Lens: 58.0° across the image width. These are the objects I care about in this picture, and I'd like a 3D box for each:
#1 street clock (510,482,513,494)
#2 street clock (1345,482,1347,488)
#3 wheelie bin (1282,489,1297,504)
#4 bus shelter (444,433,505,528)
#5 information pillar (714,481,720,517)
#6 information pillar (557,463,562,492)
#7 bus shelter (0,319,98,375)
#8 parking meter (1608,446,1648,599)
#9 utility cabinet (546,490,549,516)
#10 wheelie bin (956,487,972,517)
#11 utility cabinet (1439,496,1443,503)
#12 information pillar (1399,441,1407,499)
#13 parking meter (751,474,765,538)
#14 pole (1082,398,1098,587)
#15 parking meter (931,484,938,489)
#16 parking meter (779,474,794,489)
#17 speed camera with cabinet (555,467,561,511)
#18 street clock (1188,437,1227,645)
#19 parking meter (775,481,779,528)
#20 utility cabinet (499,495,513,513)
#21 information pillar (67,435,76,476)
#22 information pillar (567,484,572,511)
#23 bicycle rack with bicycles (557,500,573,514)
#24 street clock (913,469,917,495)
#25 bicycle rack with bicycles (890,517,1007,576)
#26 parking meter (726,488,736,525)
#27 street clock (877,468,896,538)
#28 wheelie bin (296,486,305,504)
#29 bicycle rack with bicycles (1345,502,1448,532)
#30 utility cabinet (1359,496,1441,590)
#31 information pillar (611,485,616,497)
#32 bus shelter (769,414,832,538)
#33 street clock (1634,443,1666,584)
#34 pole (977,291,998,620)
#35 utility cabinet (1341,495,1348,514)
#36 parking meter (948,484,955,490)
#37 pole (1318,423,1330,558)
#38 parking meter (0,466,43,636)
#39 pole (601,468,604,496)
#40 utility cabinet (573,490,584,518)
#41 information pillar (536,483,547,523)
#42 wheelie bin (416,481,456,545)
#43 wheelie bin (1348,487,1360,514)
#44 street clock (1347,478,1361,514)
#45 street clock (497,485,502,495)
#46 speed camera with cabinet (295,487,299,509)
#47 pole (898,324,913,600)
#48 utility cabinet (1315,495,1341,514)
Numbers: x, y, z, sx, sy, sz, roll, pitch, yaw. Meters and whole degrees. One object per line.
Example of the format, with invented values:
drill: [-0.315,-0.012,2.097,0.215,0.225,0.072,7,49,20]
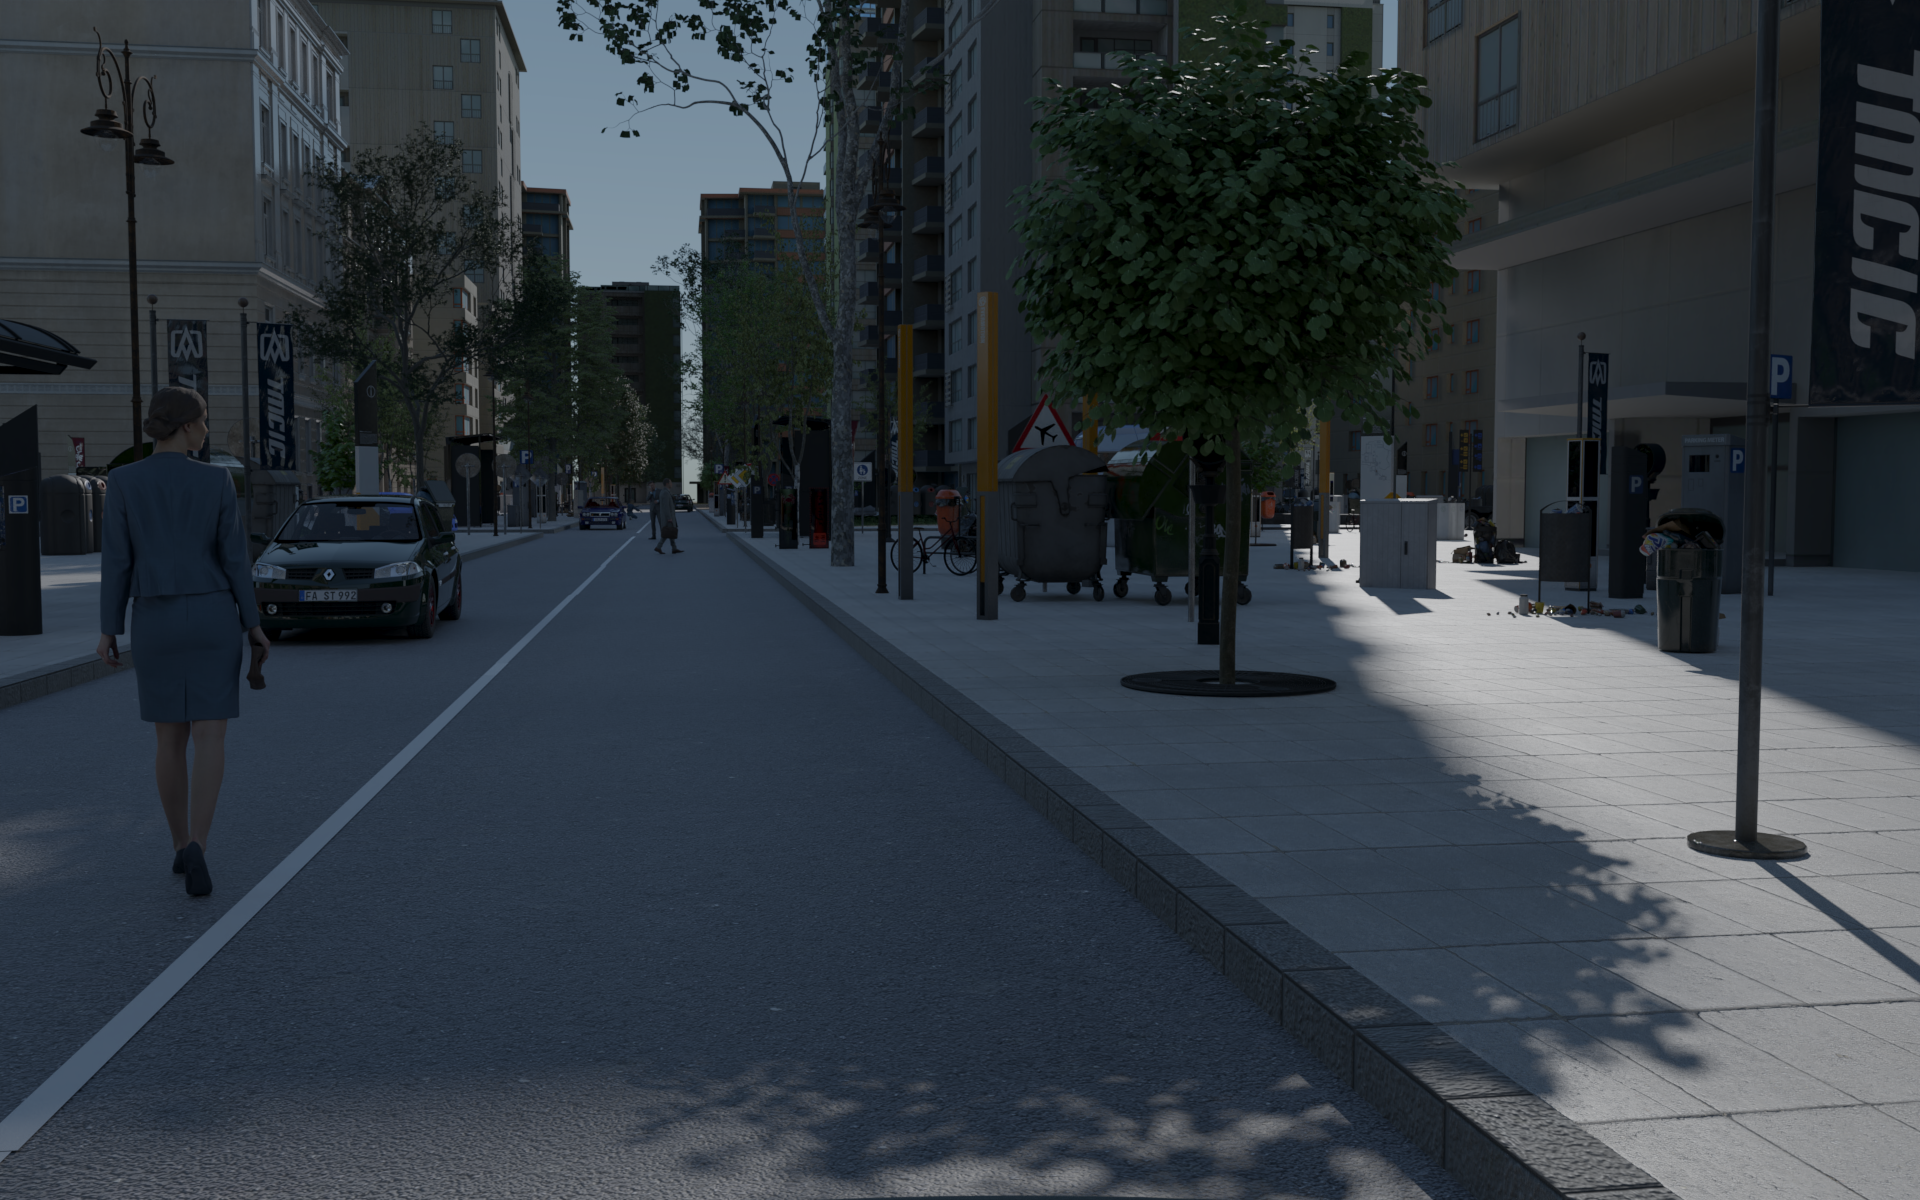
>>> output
street clock: [-23.322,-5.280,90.896,0.358,2.002,0.471,3,5,44]
street clock: [20.166,-5.193,89.471,0.358,2.002,0.471,-3,5,-44]
wheelie bin: [20.499,-6.099,107.626,0.980,1.594,0.693,2,4,27]
bus shelter: [-19.366,-4.775,69.351,1.731,3.624,6.357,-1,4,-9]
information pillar: [-13.878,-5.767,98.780,0.304,2.012,0.304,0,4,-4]
information pillar: [-30.544,-8.616,132.223,0.504,3.616,0.183,2,4,33]
bus shelter: [-10.777,-1.456,17.727,2.014,3.302,5.546,-1,4,-9]
parking meter: [8.223,-0.954,21.313,0.399,1.863,0.255,-2,4,-23]
utility cabinet: [-24.368,-5.708,102.007,0.318,1.500,1.173,0,4,4]
wheelie bin: [0.083,-4.166,76.026,0.980,1.594,0.693,3,5,40]
utility cabinet: [18.808,-3.559,69.349,1.020,1.237,0.306,1,4,10]
information pillar: [19.525,-5.210,76.540,0.504,3.616,0.183,-1,4,-13]
parking meter: [-5.878,-2.730,50.352,0.399,1.863,0.255,0,4,-4]
pole: [1.788,-1.833,23.810,0.158,3.312,0.155,0,3,0]
parking meter: [-1.438,-5.608,97.401,0.255,1.863,0.399,-2,4,-32]
parking meter: [-4.879,-2.671,49.374,0.399,1.863,0.255,-1,4,-13]
speed camera with cabinet: [-29.638,-8.124,127.166,0.660,3.252,2.038,-1,4,-11]
street clock: [2.128,-0.623,14.764,0.471,2.002,0.358,1,4,9]
parking meter: [-6.797,-3.666,65.651,0.399,1.863,0.255,-1,4,-19]
utility cabinet: [-31.069,-6.587,118.852,1.020,1.237,0.306,1,4,12]
information pillar: [-34.901,-4.700,68.207,0.504,3.616,0.183,1,4,18]
information pillar: [-28.825,-7.539,127.760,0.304,2.012,0.304,0,4,-6]
bicycle rack with bicycles: [-26.819,-6.148,113.901,2.852,0.926,2.925,-3,4,-38]
street clock: [-1.409,-2.611,47.254,0.471,2.002,0.358,0,4,4]
bicycle rack with bicycles: [0.707,-0.878,27.738,2.925,0.926,2.852,3,4,36]
parking meter: [-9.587,-3.921,72.515,0.372,1.533,0.369,0,3,0]
street clock: [-2.006,-2.619,47.395,0.471,2.002,0.358,2,4,32]
wheelie bin: [-25.046,-3.500,65.136,0.980,1.594,0.693,3,5,43]
bicycle rack with bicycles: [14.270,-2.668,57.006,2.852,0.926,2.925,0,4,-8]
utility cabinet: [5.975,-0.764,23.646,1.020,1.237,0.306,3,5,41]
information pillar: [-27.558,-8.146,137.682,0.304,2.012,0.304,1,4,12]
bus shelter: [-4.885,-3.815,53.656,1.731,3.624,6.357,-1,4,-9]
street clock: [9.805,-1.233,24.734,0.358,2.002,0.471,-1,4,-22]
pole: [0.279,-1.453,17.599,0.158,3.312,0.155,0,3,0]
utility cabinet: [22.523,-5.537,101.687,1.020,1.237,0.306,2,4,29]
parking meter: [-0.536,-5.903,102.218,0.255,1.863,0.399,-3,5,-44]
pole: [7.314,-2.502,34.752,0.158,3.312,0.155,0,3,0]
parking meter: [-8.589,-0.450,15.772,0.372,1.533,0.369,0,3,0]
pole: [-27.407,-8.506,132.909,0.158,3.312,0.155,0,3,0]
utility cabinet: [-20.260,-5.098,92.038,0.318,1.500,1.173,-2,4,-24]
information pillar: [-18.301,-4.356,75.712,0.304,2.012,0.304,2,4,26]
wheelie bin: [-12.277,-1.990,40.451,0.693,1.594,0.980,2,4,28]
wheelie bin: [17.183,-4.107,75.052,0.693,1.594,0.980,1,4,16]
street clock: [18.252,-4.610,79.949,0.471,2.002,0.358,0,4,-1]
street clock: [-35.663,-7.907,133.842,0.471,2.002,0.358,-1,4,-10]
speed camera with cabinet: [-13.709,-2.361,32.942,2.038,3.252,0.660,-1,4,-8]
pole: [-0.660,-1.659,20.973,0.158,3.312,0.155,0,3,0]
utility cabinet: [14.916,-3.632,70.542,0.306,1.237,1.020,-2,4,-32]
